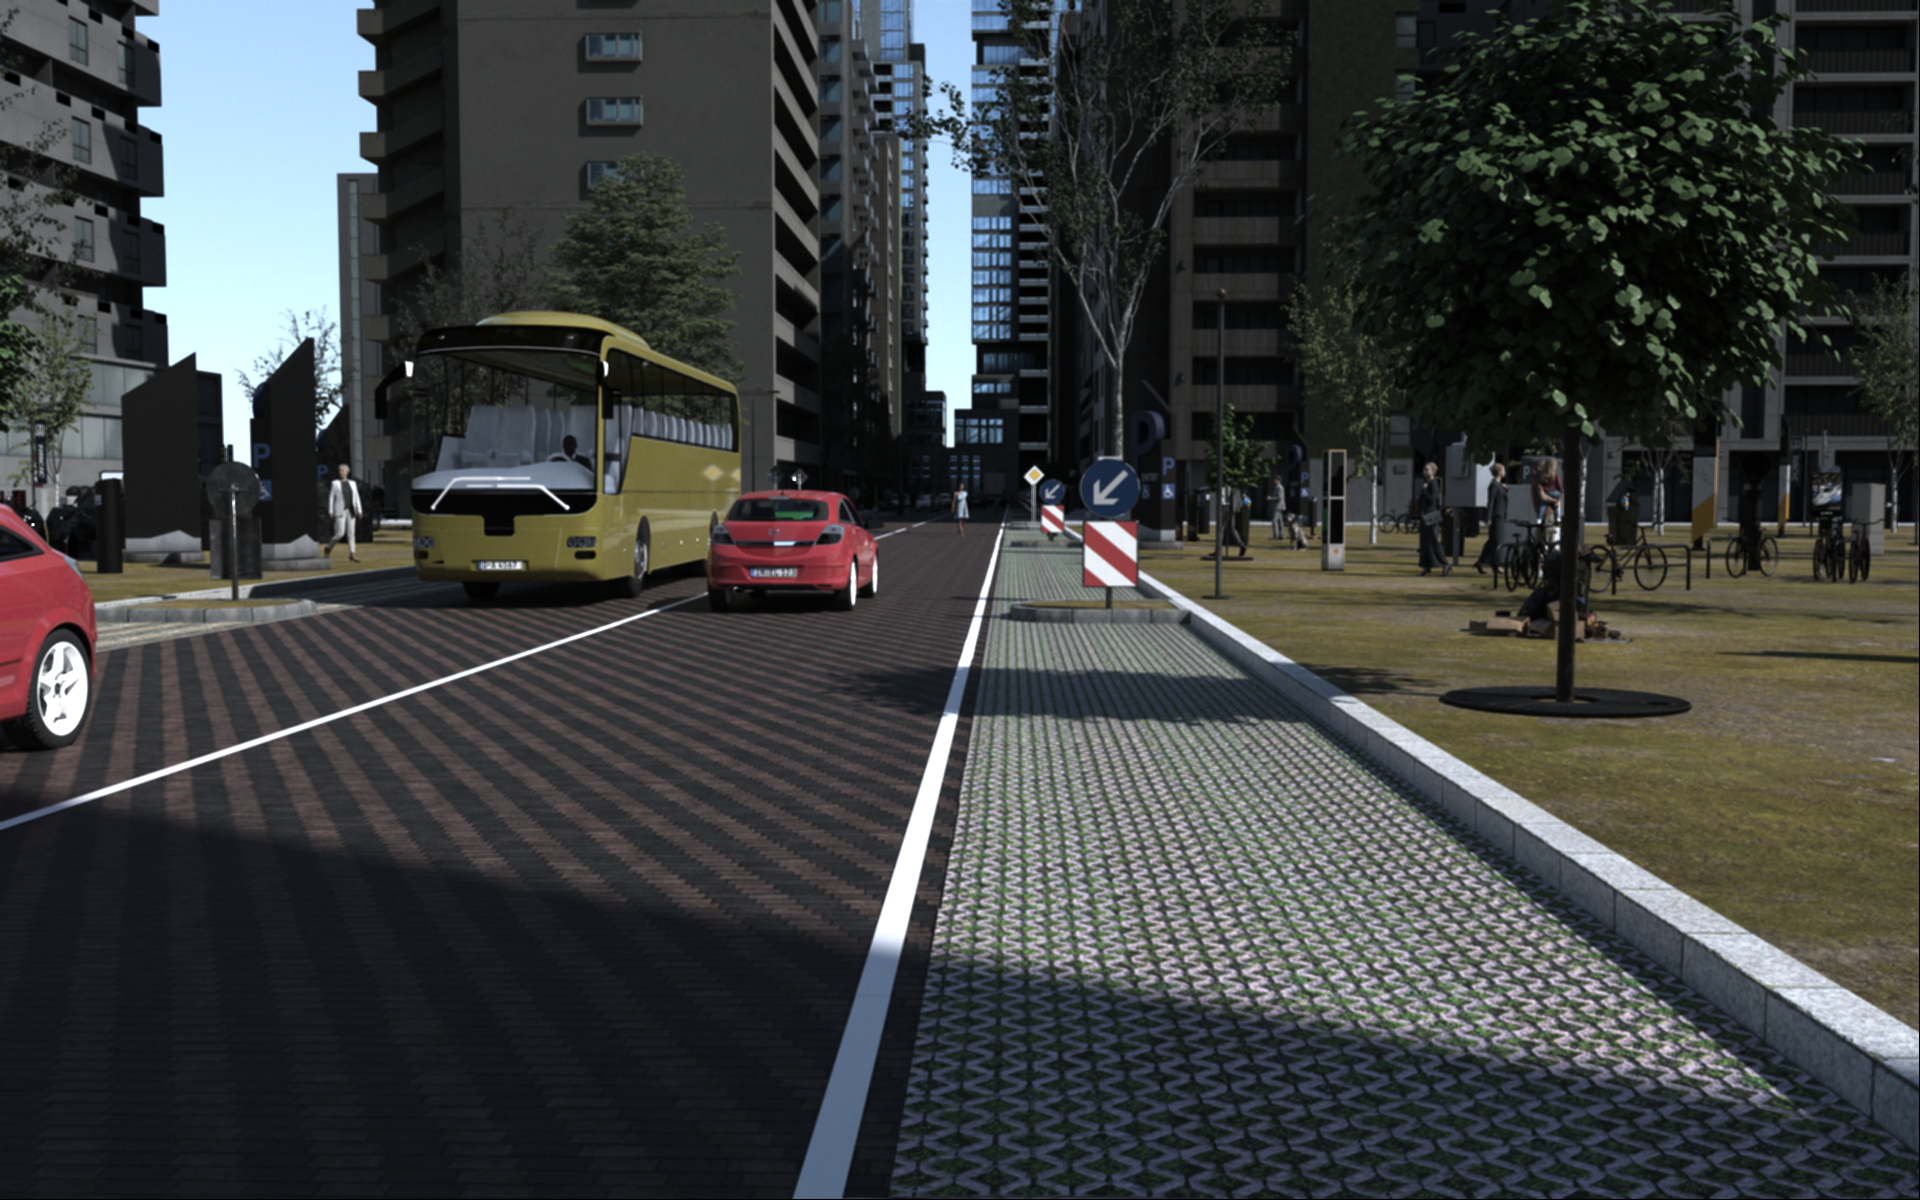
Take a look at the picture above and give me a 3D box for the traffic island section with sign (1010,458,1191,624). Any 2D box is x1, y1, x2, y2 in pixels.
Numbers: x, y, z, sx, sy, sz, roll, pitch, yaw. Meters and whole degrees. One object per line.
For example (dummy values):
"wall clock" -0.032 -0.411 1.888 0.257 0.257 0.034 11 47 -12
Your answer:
"traffic island section with sign" 1.577 -0.693 19.952 1.989 1.847 2.006 0 4 2

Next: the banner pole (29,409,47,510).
"banner pole" -27.330 -3.751 51.349 0.401 3.779 0.863 0 4 7

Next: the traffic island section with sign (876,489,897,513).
"traffic island section with sign" -5.396 -7.398 129.578 1.989 1.847 2.006 0 4 2

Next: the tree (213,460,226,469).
"tree" -42.049 -6.403 99.295 1.663 3.219 1.824 0 3 0

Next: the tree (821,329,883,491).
"tree" -8.373 -11.194 108.770 9.928 11.665 9.643 0 3 0

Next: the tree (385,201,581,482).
"tree" -11.549 -5.665 42.982 4.360 8.622 3.978 0 3 0

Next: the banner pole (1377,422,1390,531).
"banner pole" 14.730 -4.307 60.429 0.401 3.779 0.863 -1 4 -12

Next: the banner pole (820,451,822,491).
"banner pole" -8.106 -6.809 101.350 0.401 3.779 0.863 0 4 -4

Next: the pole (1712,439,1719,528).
"pole" 28.152 -4.327 64.590 0.158 3.312 0.155 0 3 0

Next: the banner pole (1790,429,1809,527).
"banner pole" 32.371 -4.697 66.816 0.863 3.779 0.401 3 5 45

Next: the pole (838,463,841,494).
"pole" -7.938 -7.375 114.425 0.158 3.312 0.155 0 3 0

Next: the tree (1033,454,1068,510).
"tree" 7.325 -9.740 142.965 4.285 4.588 4.351 0 3 0

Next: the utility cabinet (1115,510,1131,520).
"utility cabinet" 4.516 -2.069 44.997 1.020 1.237 0.306 3 4 39

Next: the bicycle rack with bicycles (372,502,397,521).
"bicycle rack with bicycles" -27.888 -4.146 81.170 2.925 0.926 2.852 -3 5 -44

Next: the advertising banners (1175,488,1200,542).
"advertising banners" 5.999 -3.141 47.542 0.090 3.025 2.074 -2 4 -24

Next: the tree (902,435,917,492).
"tree" -6.810 -15.370 201.660 4.360 8.622 3.978 0 3 0

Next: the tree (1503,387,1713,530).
"tree" 13.450 -5.335 37.582 4.737 8.622 4.395 0 3 0

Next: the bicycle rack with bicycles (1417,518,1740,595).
"bicycle rack with bicycles" 8.264 -0.602 23.229 2.925 0.926 2.852 -3 4 -36

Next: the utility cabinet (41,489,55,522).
"utility cabinet" -41.594 -4.303 79.032 0.318 1.500 1.173 -1 4 -13

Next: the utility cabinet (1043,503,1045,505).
"utility cabinet" 6.725 -7.556 134.707 0.306 1.237 1.020 1 4 21

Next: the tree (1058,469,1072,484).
"tree" 8.095 -8.722 137.212 1.663 3.219 1.824 0 3 0

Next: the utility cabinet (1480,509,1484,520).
"utility cabinet" 25.783 -4.547 85.508 1.020 1.237 0.306 -3 5 -40

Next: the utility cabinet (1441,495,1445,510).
"utility cabinet" 37.393 -7.560 134.770 0.306 1.237 1.020 -1 4 -23

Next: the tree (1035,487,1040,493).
"tree" 8.457 -11.315 179.596 1.663 3.219 1.824 0 3 0

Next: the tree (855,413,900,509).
"tree" -7.171 -12.136 148.781 4.737 8.622 4.395 0 3 0

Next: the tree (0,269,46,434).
"tree" -12.197 -2.196 19.622 4.285 4.588 4.351 0 3 0

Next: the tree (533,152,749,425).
"tree" -10.861 -8.571 58.264 7.486 12.596 7.792 0 3 0

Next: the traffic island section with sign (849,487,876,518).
"traffic island section with sign" -6.209 -5.746 102.579 1.989 1.847 2.006 0 4 2

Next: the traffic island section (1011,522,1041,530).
"traffic island section" 3.282 -3.388 77.680 2.009 0.180 2.903 0 4 2

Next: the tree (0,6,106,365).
"tree" -14.814 -4.563 24.963 4.360 8.622 3.978 0 3 0

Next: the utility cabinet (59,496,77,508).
"utility cabinet" -27.013 -2.527 52.475 0.306 1.237 1.020 -3 5 -39

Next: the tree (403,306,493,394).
"tree" -18.883 -7.120 66.781 4.737 8.622 4.395 0 3 0

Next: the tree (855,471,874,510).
"tree" -7.923 -9.212 145.222 1.663 3.219 1.824 0 3 0

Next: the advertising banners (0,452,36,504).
"advertising banners" -37.937 -4.499 69.750 2.074 3.025 0.090 -2 4 -33

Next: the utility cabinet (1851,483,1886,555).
"utility cabinet" 19.122 -1.699 36.458 0.318 1.500 1.173 1 4 11

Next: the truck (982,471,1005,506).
"truck" 4.170 -13.611 211.450 2.839 4.237 11.283 0 4 0

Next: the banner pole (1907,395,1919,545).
"banner pole" 24.183 -3.268 43.449 0.401 3.779 0.863 0 3 0

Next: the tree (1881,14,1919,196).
"tree" 11.562 -4.076 17.011 4.360 8.622 3.978 0 3 0

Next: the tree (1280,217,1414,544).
"tree" 10.441 -5.763 44.580 4.737 8.622 4.395 0 3 0

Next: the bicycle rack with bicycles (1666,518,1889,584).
"bicycle rack with bicycles" 12.757 -0.789 26.282 2.852 0.926 2.925 3 5 42

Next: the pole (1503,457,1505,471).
"pole" 26.556 -5.542 84.448 0.158 3.312 0.155 0 3 0

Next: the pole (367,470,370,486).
"pole" -49.913 -9.322 146.256 0.158 3.312 0.155 0 3 0

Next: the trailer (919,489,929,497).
"trailer" -4.010 -11.306 191.899 1.471 1.999 3.904 0 4 3

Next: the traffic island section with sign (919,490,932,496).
"traffic island section with sign" -3.882 -10.525 180.715 1.989 1.847 2.006 0 4 2

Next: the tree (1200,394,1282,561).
"tree" 5.138 -2.382 33.540 1.663 3.219 1.824 0 3 0

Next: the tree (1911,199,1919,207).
"tree" 19.704 -5.011 32.299 4.737 8.622 4.395 0 3 0

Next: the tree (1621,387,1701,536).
"tree" 21.481 -6.290 53.199 4.360 8.622 3.978 0 3 0

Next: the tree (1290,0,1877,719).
"tree" 3.622 -1.638 10.492 4.285 4.588 4.351 0 3 0

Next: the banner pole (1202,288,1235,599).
"banner pole" 3.213 -1.920 21.410 0.401 3.779 0.863 1 4 9

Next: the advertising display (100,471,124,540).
"advertising display" -23.274 -2.616 47.993 0.974 1.923 0.123 -2 4 -31

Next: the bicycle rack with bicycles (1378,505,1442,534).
"bicycle rack with bicycles" 15.098 -2.626 56.320 2.925 0.926 2.852 0 4 6

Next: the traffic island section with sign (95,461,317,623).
"traffic island section with sign" -8.646 -0.701 20.097 1.989 1.847 2.006 0 4 2

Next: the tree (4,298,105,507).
"tree" -33.483 -6.932 63.701 4.737 8.622 4.395 0 3 0

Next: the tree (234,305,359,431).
"tree" -25.327 -7.120 66.772 4.360 8.622 3.978 0 3 0

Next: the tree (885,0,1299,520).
"tree" 3.875 -12.364 58.047 12.611 20.169 13.585 0 3 0
